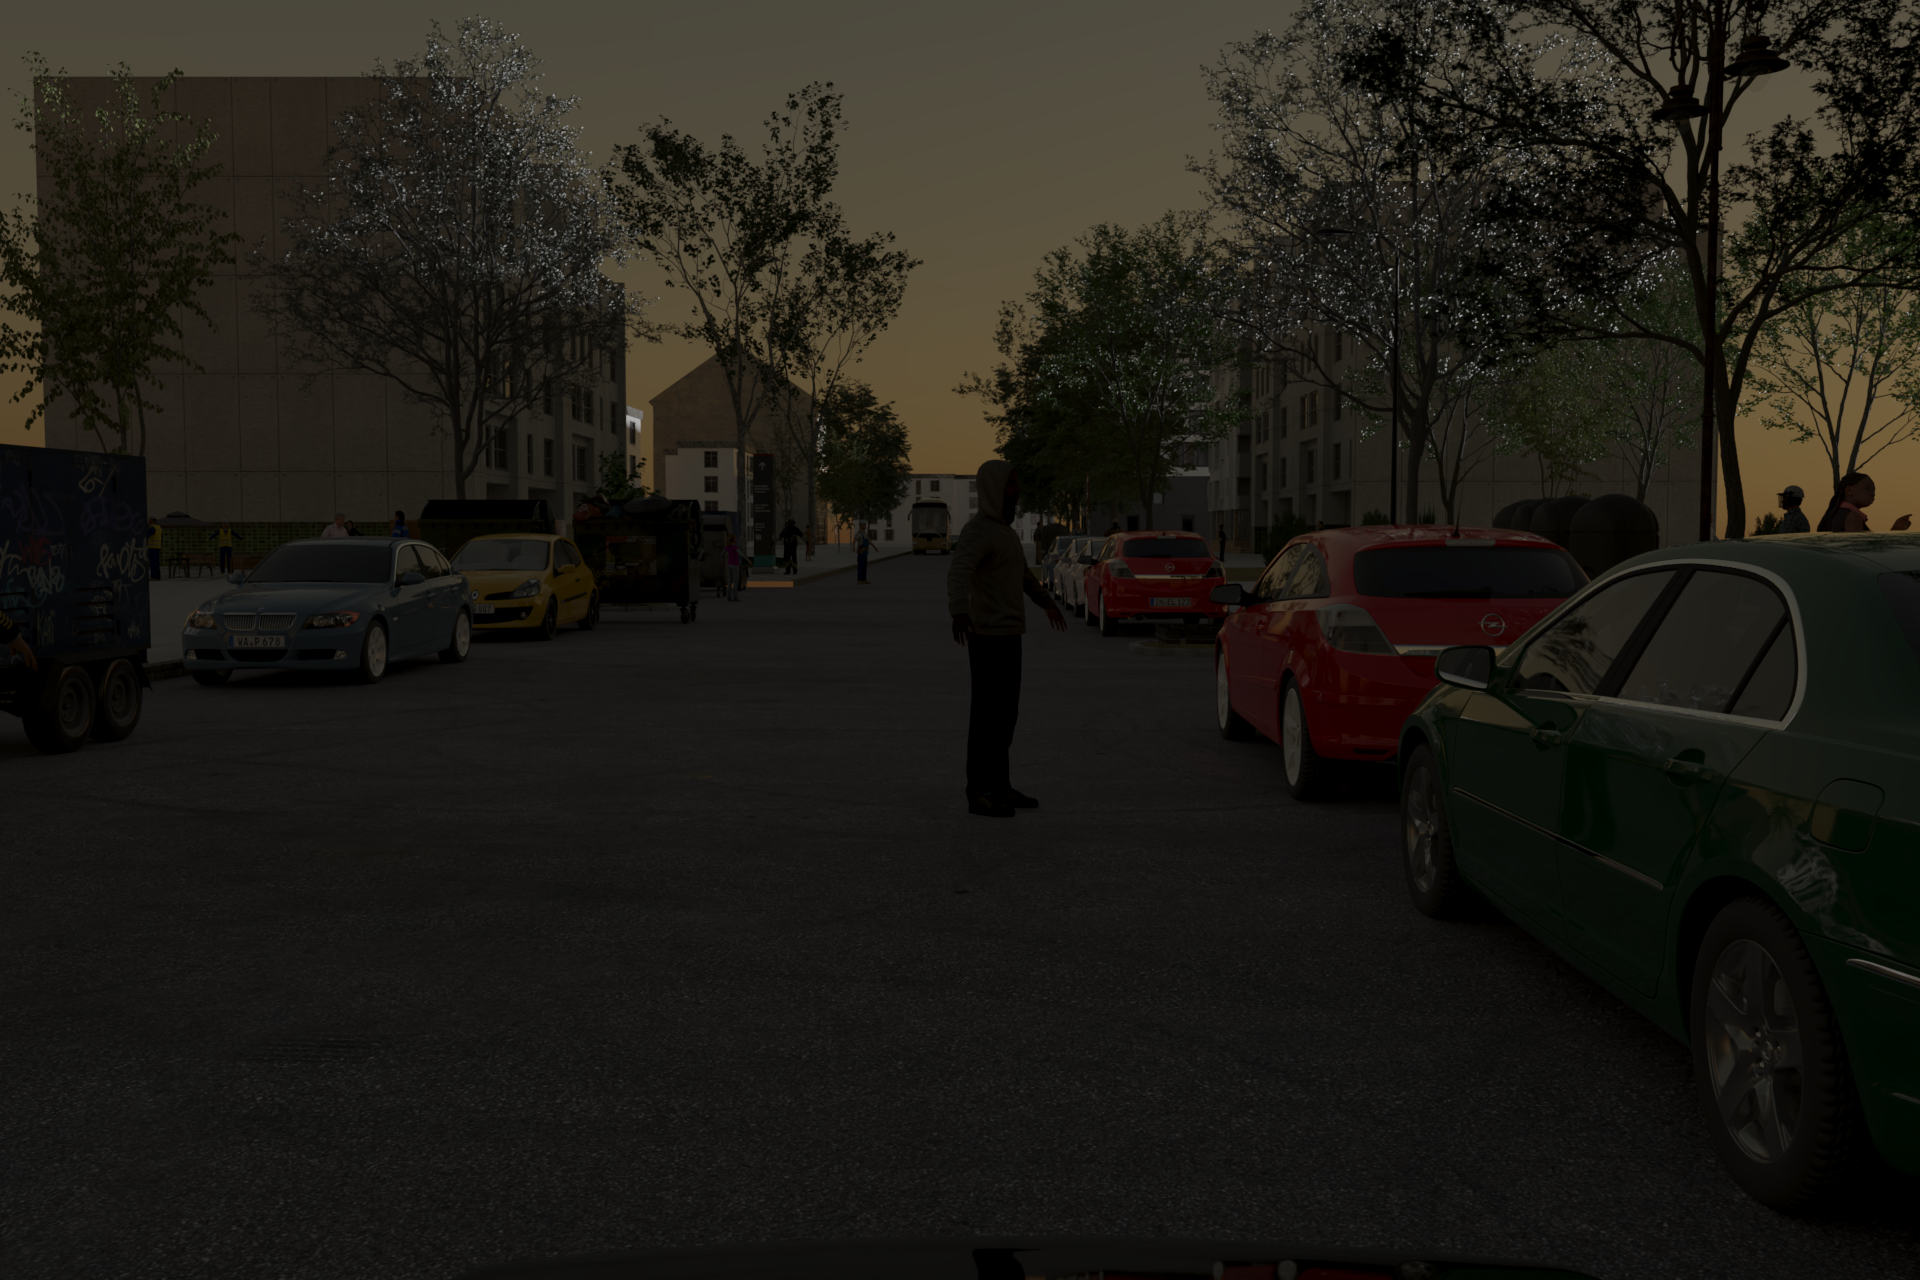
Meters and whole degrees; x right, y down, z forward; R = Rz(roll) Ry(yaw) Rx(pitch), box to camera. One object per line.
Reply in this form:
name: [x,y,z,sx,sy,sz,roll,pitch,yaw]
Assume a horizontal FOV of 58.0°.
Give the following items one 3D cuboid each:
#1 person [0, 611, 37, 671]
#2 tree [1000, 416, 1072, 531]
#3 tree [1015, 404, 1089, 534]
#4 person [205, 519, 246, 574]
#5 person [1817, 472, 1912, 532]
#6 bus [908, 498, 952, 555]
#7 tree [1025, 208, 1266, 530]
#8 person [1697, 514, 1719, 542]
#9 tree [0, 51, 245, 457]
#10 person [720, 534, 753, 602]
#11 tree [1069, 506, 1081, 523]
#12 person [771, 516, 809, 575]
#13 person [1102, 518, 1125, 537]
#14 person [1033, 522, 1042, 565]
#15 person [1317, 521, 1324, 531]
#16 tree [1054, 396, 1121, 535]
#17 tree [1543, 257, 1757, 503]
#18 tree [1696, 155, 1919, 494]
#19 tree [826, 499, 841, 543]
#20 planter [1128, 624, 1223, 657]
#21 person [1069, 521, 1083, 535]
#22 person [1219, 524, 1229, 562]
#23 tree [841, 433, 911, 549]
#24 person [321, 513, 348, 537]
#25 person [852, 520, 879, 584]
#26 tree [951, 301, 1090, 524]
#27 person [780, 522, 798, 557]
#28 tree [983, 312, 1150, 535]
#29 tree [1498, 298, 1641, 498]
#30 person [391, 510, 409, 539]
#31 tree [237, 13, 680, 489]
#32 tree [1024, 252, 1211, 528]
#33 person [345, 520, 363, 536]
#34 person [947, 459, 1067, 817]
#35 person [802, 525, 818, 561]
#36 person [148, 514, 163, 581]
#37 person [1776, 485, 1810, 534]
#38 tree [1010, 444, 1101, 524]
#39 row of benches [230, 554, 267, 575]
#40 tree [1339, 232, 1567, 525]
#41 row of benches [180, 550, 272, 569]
person: [-4.191,0.120,6.428,1.347,1.837,0.705,-2,4,-25]
tree: [6.823,-14.373,153.132,7.486,12.596,7.792,0,3,0]
tree: [7.230,-11.462,113.152,9.928,11.665,9.643,0,3,0]
person: [-23.498,-2.995,55.436,1.216,1.772,0.721,-2,4,-28]
person: [5.269,-0.158,10.104,0.415,1.643,0.593,-3,4,-38]
bus: [-1.976,-8.035,122.915,2.896,3.916,12.252,0,4,1]
tree: [6.111,-8.011,56.730,9.928,11.665,9.643,0,3,0]
person: [19.416,-2.371,44.924,1.344,1.810,0.704,-3,5,-42]
tree: [-12.911,-4.640,26.231,4.737,8.622,4.395,0,3,0]
person: [-4.768,-1.529,36.728,0.991,1.433,0.599,3,5,40]
tree: [15.970,-17.843,242.097,4.737,8.622,4.395,0,3,0]
person: [-5.363,-3.005,54.905,1.354,1.856,0.705,1,4,22]
person: [5.610,-3.475,62.589,1.354,1.858,0.705,1,4,9]
person: [3.310,-4.022,72.024,0.705,1.796,1.348,-1,4,-22]
person: [14.351,-3.853,69.131,0.704,1.812,1.346,0,4,-2]
tree: [6.469,-8.410,87.861,4.360,8.622,3.978,0,3,0]
tree: [25.547,-8.486,64.497,9.928,11.665,9.643,0,3,0]
tree: [24.479,-7.466,47.821,9.928,11.665,9.643,0,3,0]
tree: [-17.108,-17.775,240.985,4.360,8.622,3.978,0,3,0]
planter: [3.082,0.001,21.128,1.991,0.319,1.994,0,4,0]
person: [5.237,-4.351,76.996,1.347,1.847,0.705,-1,4,-13]
person: [12.159,-4.467,79.760,0.721,1.740,1.216,1,4,23]
tree: [-7.819,-13.358,152.811,7.601,10.594,8.767,-1,4,-16]
person: [-12.610,-1.722,35.136,0.436,1.711,0.756,3,4,38]
person: [-2.764,-2.523,49.564,0.705,1.847,1.347,2,4,28]
tree: [6.092,-17.454,141.269,12.611,20.169,13.585,0,3,0]
person: [-7.632,-4.308,76.664,0.704,1.802,1.346,-3,5,-40]
tree: [6.440,-11.678,97.594,9.857,13.997,8.962,0,3,0]
tree: [17.705,-6.185,51.495,4.737,8.622,4.395,0,3,0]
person: [-12.974,-2.082,40.023,0.704,1.831,1.345,0,4,0]
tree: [-11.692,-7.969,40.663,12.009,13.543,11.850,0,3,0]
tree: [6.290,-9.323,70.559,7.486,12.596,7.792,0,3,0]
person: [-23.083,-3.630,65.533,1.347,1.806,0.705,0,4,-4]
person: [0.210,-0.021,8.927,0.705,1.813,1.348,2,4,24]
person: [-7.164,-4.638,82.636,0.721,1.733,1.217,-3,5,-42]
person: [-22.065,-2.531,47.344,0.705,1.833,1.349,0,4,-2]
person: [9.674,-0.880,20.225,0.704,1.849,1.345,3,5,43]
tree: [7.191,-11.660,125.061,8.767,10.594,7.601,-1,4,-20]
row of benches: [-21.263,-2.436,55.293,1.422,0.672,4.104,2,4,34]
tree: [16.966,-8.213,60.043,9.928,11.665,9.643,0,3,0]
row of benches: [-27.387,-3.050,65.338,4.104,0.672,1.422,-3,5,-43]
